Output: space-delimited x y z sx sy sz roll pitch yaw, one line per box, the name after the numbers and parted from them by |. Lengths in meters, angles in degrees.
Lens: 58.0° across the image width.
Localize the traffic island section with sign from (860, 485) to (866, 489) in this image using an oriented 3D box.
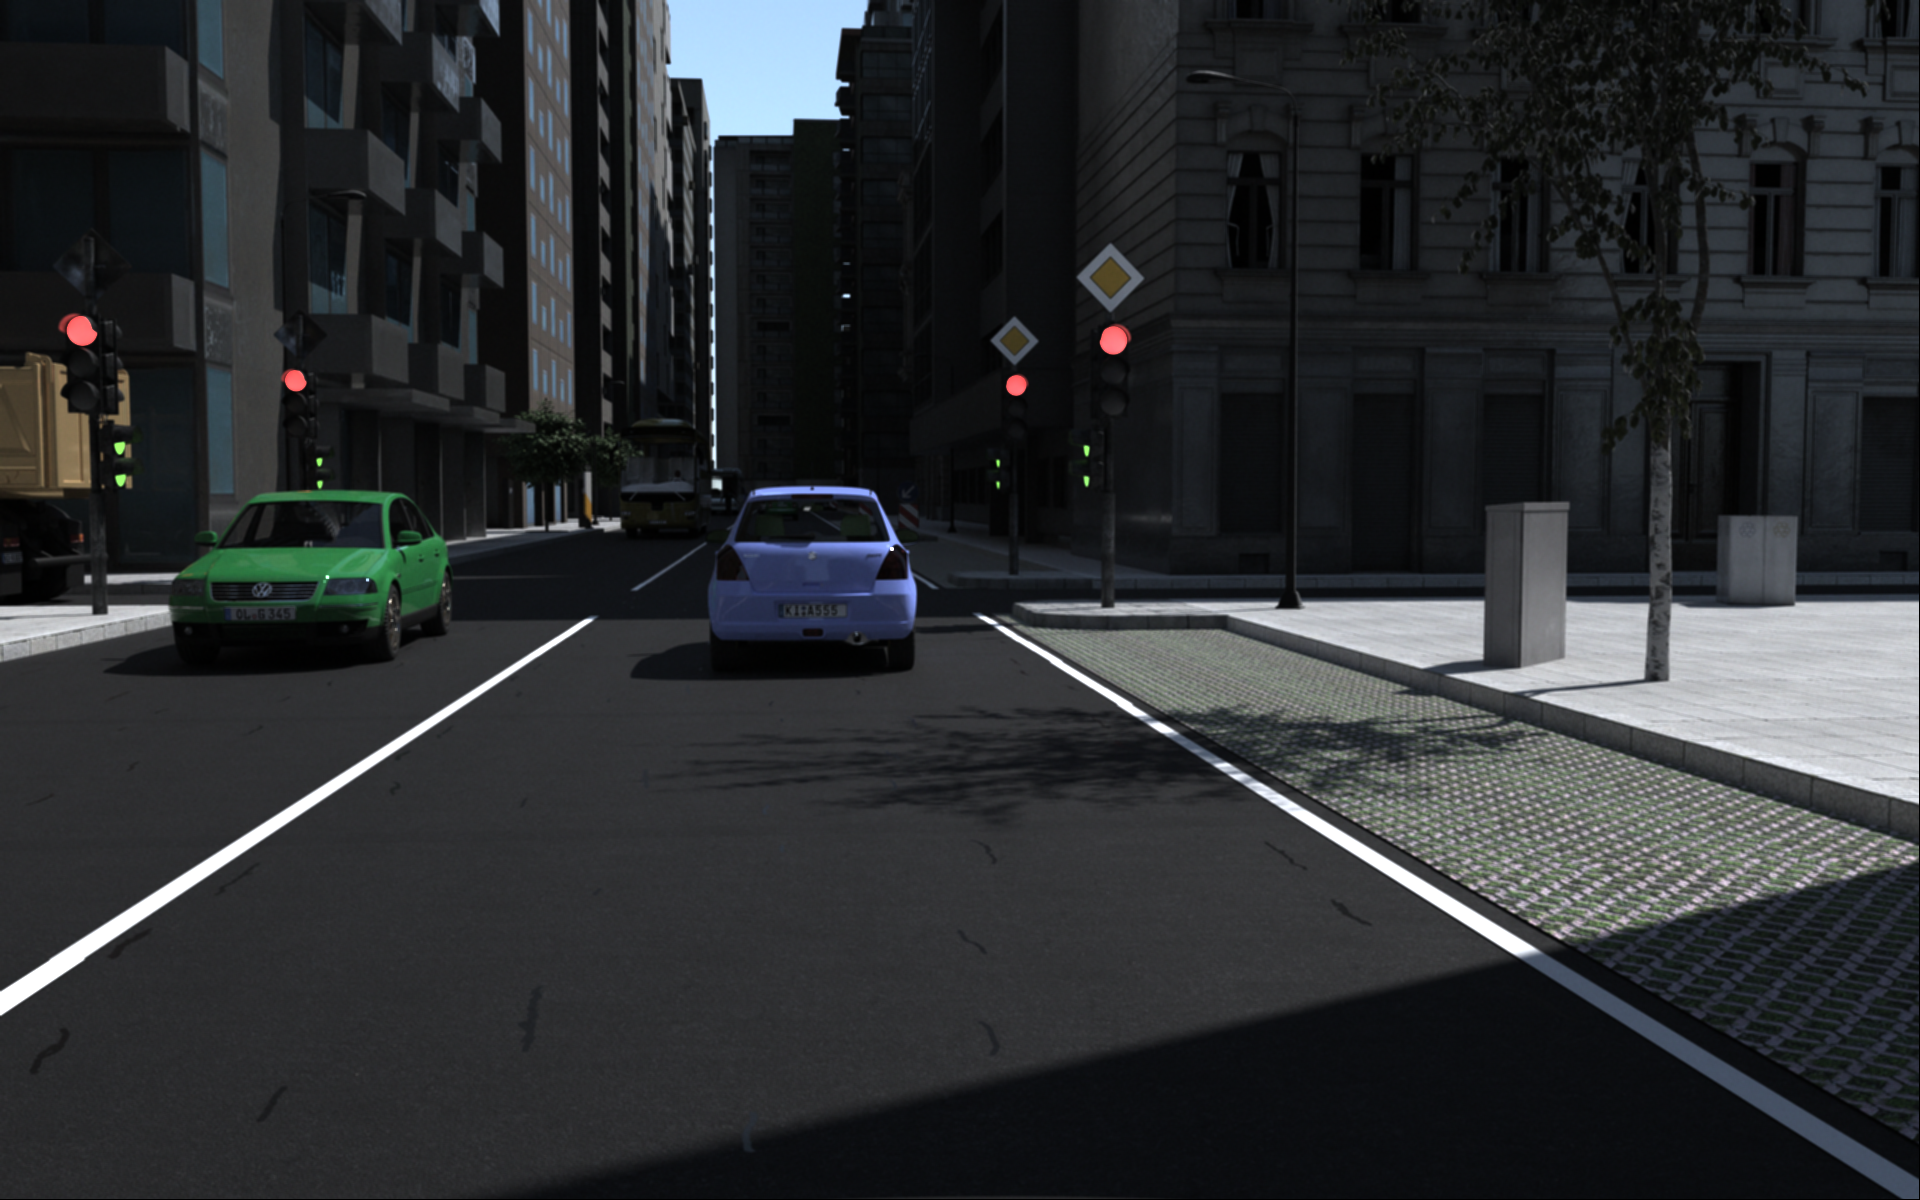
-4.505 -4.353 79.802 1.989 1.847 2.006 0 4 -6 | traffic island section with sign

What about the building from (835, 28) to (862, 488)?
-0.548 -31.162 164.117 22.147 44.769 28.867 0 4 -6 | building

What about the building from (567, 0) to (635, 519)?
-24.990 -19.565 91.584 14.160 30.474 14.107 0 4 -6 | building

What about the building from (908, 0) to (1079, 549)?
6.561 -14.323 53.246 14.314 24.678 30.058 0 4 -6 | building

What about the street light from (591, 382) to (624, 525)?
-14.566 -6.060 71.622 1.470 5.913 1.316 0 4 -6 | street light

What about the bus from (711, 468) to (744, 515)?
-16.635 -7.728 121.207 2.948 3.499 13.247 0 4 -5 | bus

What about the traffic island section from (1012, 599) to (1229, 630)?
1.694 0.165 19.588 2.009 0.180 2.903 0 4 -6 | traffic island section

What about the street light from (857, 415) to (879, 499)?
-5.350 -7.899 101.687 1.470 5.913 1.316 0 4 -6 | street light

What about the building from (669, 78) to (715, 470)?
-38.735 -34.841 193.356 21.600 48.544 21.300 0 4 -6 | building

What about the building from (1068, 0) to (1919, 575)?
11.695 -11.199 32.254 18.267 20.994 9.793 0 4 -6 | building

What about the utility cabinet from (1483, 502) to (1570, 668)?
4.311 -0.124 13.197 0.306 1.237 1.020 3 4 37 | utility cabinet

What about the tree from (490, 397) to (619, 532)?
-14.109 -4.584 58.664 4.285 4.588 4.351 0 3 0 | tree

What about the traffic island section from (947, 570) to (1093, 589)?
0.876 -0.321 27.532 2.009 0.180 2.903 0 4 -6 | traffic island section

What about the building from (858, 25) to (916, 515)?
0.385 -20.785 111.542 14.160 30.474 14.107 0 4 -6 | building

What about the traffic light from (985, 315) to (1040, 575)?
0.835 -2.354 27.414 0.839 4.253 0.868 0 4 -6 | traffic light

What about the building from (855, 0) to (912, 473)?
3.995 -31.491 134.484 23.786 49.044 30.456 0 4 -6 | building

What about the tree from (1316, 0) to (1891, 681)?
4.569 -3.751 11.689 4.360 8.622 3.978 0 3 0 | tree

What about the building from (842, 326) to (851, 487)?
0.894 -21.793 201.347 28.899 21.520 27.650 0 4 -6 | building

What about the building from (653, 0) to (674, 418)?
-35.249 -32.861 126.513 28.713 52.752 27.495 0 4 -6 | building

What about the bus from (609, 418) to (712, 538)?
-10.087 -4.181 59.909 2.896 3.916 12.252 0 4 -6 | bus

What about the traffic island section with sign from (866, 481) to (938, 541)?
-1.741 -2.710 52.944 1.989 1.847 2.006 0 4 -6 | traffic island section with sign

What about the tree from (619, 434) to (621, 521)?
-16.756 -6.055 82.710 4.285 4.588 4.351 0 3 0 | tree

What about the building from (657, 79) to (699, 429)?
-36.465 -28.588 159.301 23.993 40.220 32.217 0 4 -6 | building

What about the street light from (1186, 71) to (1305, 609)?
3.177 -2.857 19.257 1.470 5.913 1.316 0 4 -6 | street light

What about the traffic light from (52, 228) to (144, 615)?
-9.149 -1.800 18.346 0.839 4.253 0.868 0 4 -6 | traffic light

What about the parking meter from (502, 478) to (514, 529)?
-16.530 -3.527 63.375 0.255 1.863 0.399 1 4 18 | parking meter

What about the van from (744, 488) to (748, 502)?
-20.499 -9.437 158.670 2.240 2.365 5.245 0 4 -7 | van

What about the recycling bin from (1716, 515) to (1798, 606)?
9.302 -0.470 20.241 0.722 1.027 0.722 1 4 12 | recycling bin

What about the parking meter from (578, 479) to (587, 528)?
-14.366 -3.698 66.181 0.399 1.863 0.255 -2 4 -24 | parking meter

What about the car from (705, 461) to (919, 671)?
-1.310 -0.356 15.414 1.945 1.707 3.694 0 4 -5 | car

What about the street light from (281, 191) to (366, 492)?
-9.808 -3.310 26.663 1.470 5.913 1.316 0 4 -6 | street light

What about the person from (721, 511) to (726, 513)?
-17.891 -7.487 130.896 0.705 1.826 1.348 1 4 15 | person

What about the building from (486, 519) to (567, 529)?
-23.457 -25.624 69.059 14.600 45.320 14.200 0 4 -6 | building

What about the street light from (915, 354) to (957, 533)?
-0.801 -5.193 57.454 1.470 5.913 1.316 0 4 -6 | street light

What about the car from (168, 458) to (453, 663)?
-5.911 -0.449 16.145 1.959 1.807 4.718 0 4 -8 | car

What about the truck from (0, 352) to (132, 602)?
-16.001 -1.593 21.966 9.791 3.379 3.469 0 4 -4 | truck

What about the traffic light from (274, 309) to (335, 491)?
-9.968 -2.286 26.289 0.839 4.253 0.868 0 4 -6 | traffic light

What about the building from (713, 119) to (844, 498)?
-20.054 -31.084 191.809 14.086 41.232 14.154 0 4 -6 | building

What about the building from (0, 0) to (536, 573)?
-23.073 -25.624 38.554 23.786 49.044 30.456 0 4 -6 | building

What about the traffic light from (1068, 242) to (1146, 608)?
1.653 -1.868 19.470 0.839 4.253 0.868 0 4 -6 | traffic light

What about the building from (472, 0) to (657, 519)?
-26.317 -27.928 106.739 14.600 45.320 14.200 0 4 -6 | building

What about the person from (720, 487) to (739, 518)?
-13.907 -5.872 104.140 0.705 1.869 1.348 3 5 45 | person

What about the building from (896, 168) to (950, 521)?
4.189 -16.295 85.503 14.460 24.649 34.723 0 4 -6 | building

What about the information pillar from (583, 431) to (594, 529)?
-13.834 -4.465 64.349 0.183 3.616 0.504 1 4 14 | information pillar
